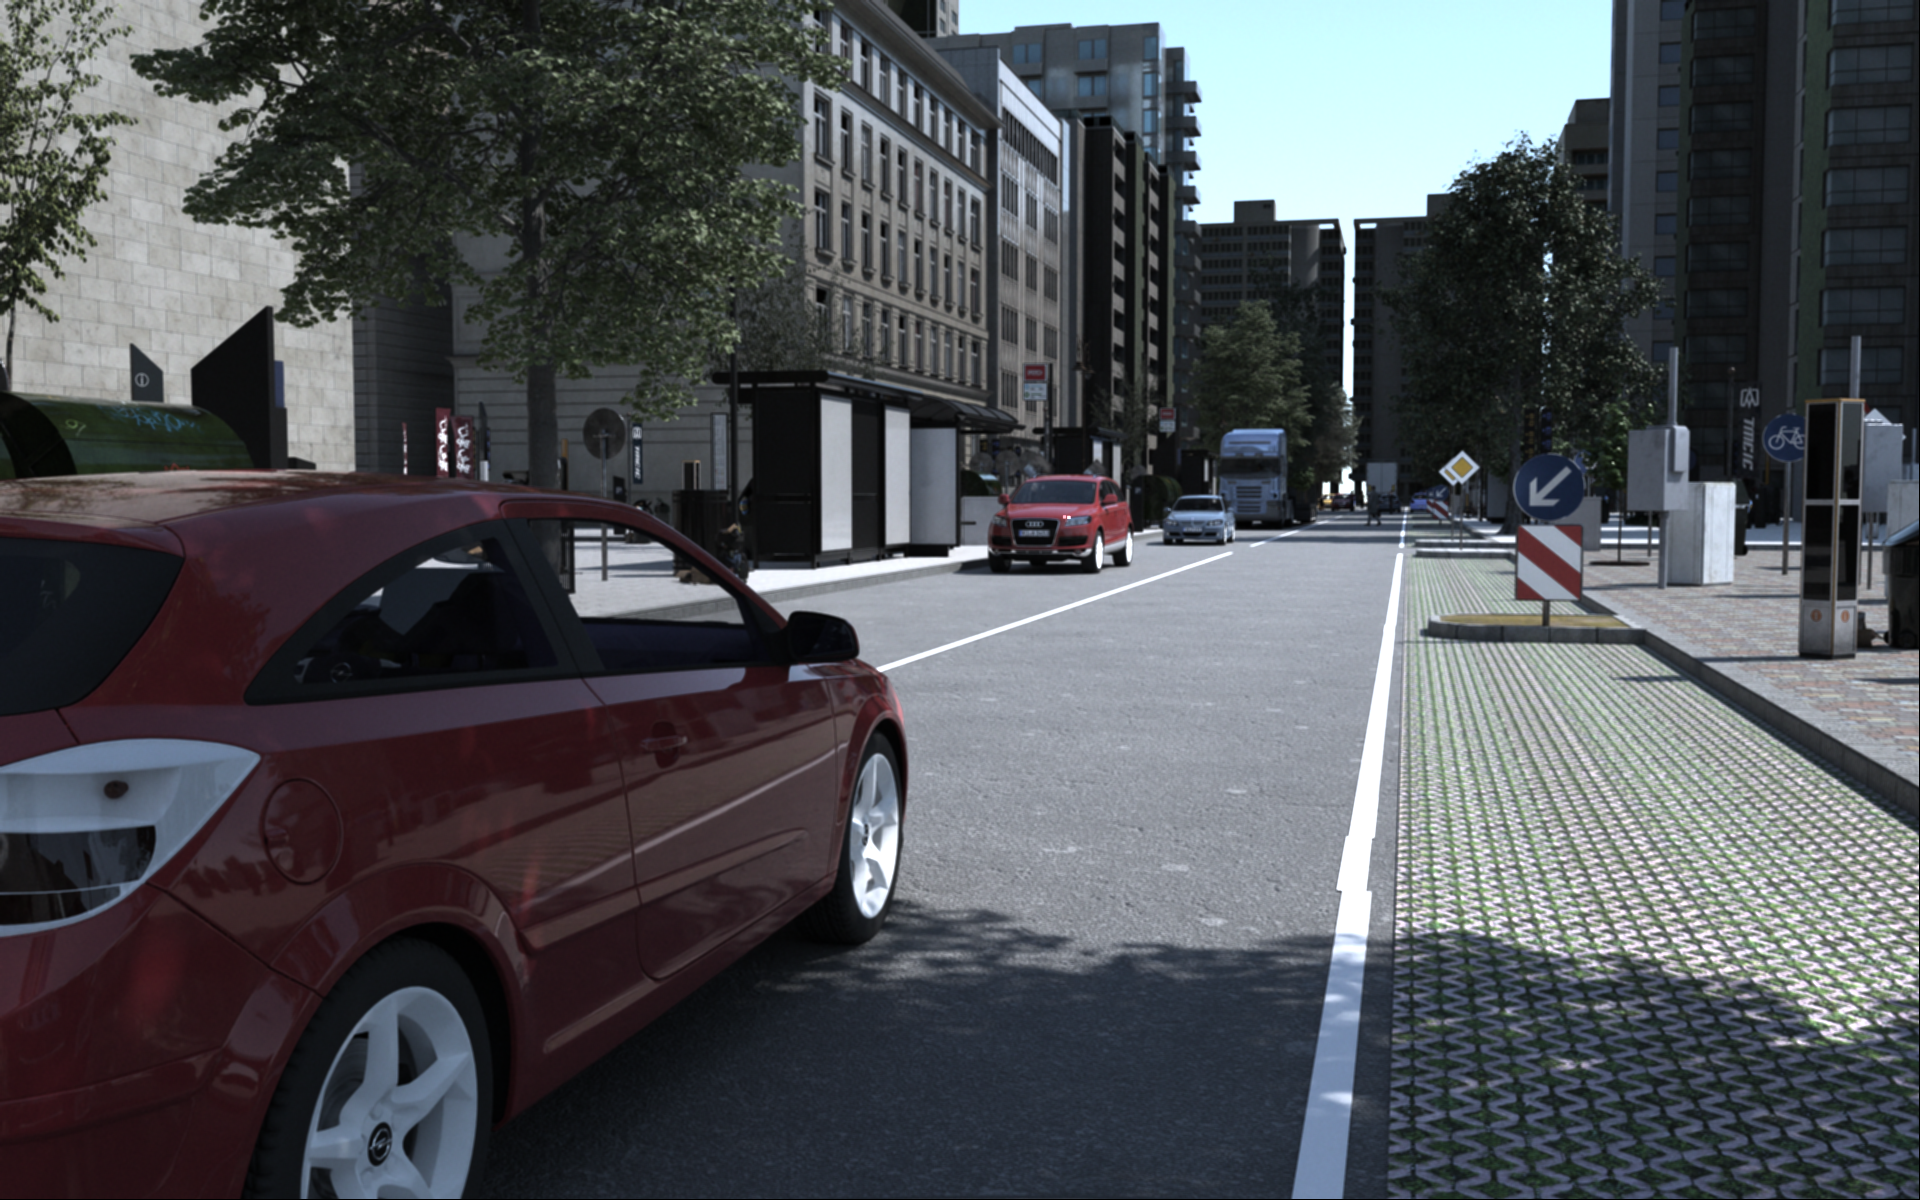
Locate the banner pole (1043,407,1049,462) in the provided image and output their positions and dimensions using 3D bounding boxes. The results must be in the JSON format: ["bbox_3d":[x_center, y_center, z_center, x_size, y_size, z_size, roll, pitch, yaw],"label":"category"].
[{"bbox_3d":[2.495,-3.663,49.910,0.401,3.779,0.863,0,4,-7],"label":"banner pole"}]

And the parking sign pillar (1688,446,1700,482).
[{"bbox_3d":[30.826,-5.226,73.915,1.447,3.967,1.447,0,4,4],"label":"parking sign pillar"}]

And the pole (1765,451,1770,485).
[{"bbox_3d":[37.754,-5.331,81.000,0.158,3.312,0.155,0,3,0],"label":"pole"}]

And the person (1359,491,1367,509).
[{"bbox_3d":[39.410,-9.793,169.336,1.217,1.735,0.721,-3,5,-41],"label":"person"}]

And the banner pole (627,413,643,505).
[{"bbox_3d":[-10.071,-3.887,53.566,0.401,3.779,0.863,2,4,29],"label":"banner pole"}]

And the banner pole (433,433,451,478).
[{"bbox_3d":[-21.144,-4.931,70.633,0.863,3.779,0.401,0,4,-7],"label":"banner pole"}]

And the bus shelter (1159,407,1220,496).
[{"bbox_3d":[10.971,-6.437,82.876,2.179,5.291,8.768,1,4,14],"label":"bus shelter"}]

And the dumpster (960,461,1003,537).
[{"bbox_3d":[0.307,-2.947,50.681,1.502,2.255,1.985,1,4,14],"label":"dumpster"}]

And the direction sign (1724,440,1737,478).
[{"bbox_3d":[32.216,-4.915,72.355,0.876,3.537,0.379,-2,4,-28],"label":"direction sign"}]

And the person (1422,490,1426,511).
[{"bbox_3d":[38.944,-8.302,144.760,0.750,1.759,0.617,0,4,5],"label":"person"}]

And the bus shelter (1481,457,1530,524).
[{"bbox_3d":[23.087,-4.835,72.979,2.014,3.302,5.546,1,4,14],"label":"bus shelter"}]

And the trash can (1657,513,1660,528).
[{"bbox_3d":[25.636,-3.132,62.855,0.748,1.137,0.748,0,3,0],"label":"trash can"}]

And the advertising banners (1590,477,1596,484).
[{"bbox_3d":[34.535,-6.134,96.476,2.074,3.025,0.090,0,4,5],"label":"advertising banners"}]

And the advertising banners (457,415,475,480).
[{"bbox_3d":[-10.348,-2.606,38.790,2.074,3.025,0.090,-2,4,-27],"label":"advertising banners"}]

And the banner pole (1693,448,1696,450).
[{"bbox_3d":[34.787,-5.657,82.513,0.401,3.779,0.863,-1,4,-13],"label":"banner pole"}]

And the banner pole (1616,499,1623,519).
[{"bbox_3d":[34.729,-6.157,90.677,0.863,3.779,0.401,-3,5,-45],"label":"banner pole"}]

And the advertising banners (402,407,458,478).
[{"bbox_3d":[-10.647,-2.324,34.192,0.090,3.025,2.074,1,4,19],"label":"advertising banners"}]

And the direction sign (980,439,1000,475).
[{"bbox_3d":[1.225,-4.852,71.323,0.876,3.537,0.379,1,4,21],"label":"direction sign"}]

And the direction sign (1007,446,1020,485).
[{"bbox_3d":[2.562,-5.533,82.465,0.379,3.537,0.876,-3,5,-42],"label":"direction sign"}]

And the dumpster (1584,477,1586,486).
[{"bbox_3d":[23.663,-3.999,67.872,1.502,2.255,1.985,1,4,15],"label":"dumpster"}]

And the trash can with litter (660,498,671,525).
[{"bbox_3d":[-10.206,-3.025,60.848,1.055,1.170,0.624,0,4,2],"label":"trash can with litter"}]

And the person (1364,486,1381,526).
[{"bbox_3d":[18.682,-4.268,78.384,0.767,1.812,0.694,3,5,44],"label":"person"}]

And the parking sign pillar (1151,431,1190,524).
[{"bbox_3d":[8.863,-5.243,74.202,1.447,3.967,1.447,-3,5,-41],"label":"parking sign pillar"}]

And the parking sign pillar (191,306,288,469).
[{"bbox_3d":[-10.477,-2.247,25.217,1.447,3.967,1.447,1,4,14],"label":"parking sign pillar"}]

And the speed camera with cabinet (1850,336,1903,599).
[{"bbox_3d":[11.535,-1.639,21.138,0.660,3.252,2.038,-1,4,-12],"label":"speed camera with cabinet"}]

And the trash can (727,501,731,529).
[{"bbox_3d":[-5.128,-1.540,36.830,0.748,1.137,0.748,0,3,0],"label":"trash can"}]

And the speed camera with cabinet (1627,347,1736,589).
[{"bbox_3d":[10.025,-1.816,24.027,2.038,3.252,0.660,-3,5,-40],"label":"speed camera with cabinet"}]

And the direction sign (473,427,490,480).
[{"bbox_3d":[-16.291,-4.075,58.624,0.876,3.537,0.379,-3,5,-44],"label":"direction sign"}]

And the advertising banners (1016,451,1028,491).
[{"bbox_3d":[2.403,-4.548,70.543,0.090,3.025,2.074,-2,4,-27],"label":"advertising banners"}]

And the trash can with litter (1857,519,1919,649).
[{"bbox_3d":[7.764,-0.187,14.438,1.055,1.170,0.624,1,4,12],"label":"trash can with litter"}]

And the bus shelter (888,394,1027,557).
[{"bbox_3d":[-0.130,-2.684,37.815,2.014,3.302,5.546,1,4,15],"label":"bus shelter"}]

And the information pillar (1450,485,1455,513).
[{"bbox_3d":[33.020,-6.824,116.058,0.304,2.012,0.304,1,4,20],"label":"information pillar"}]

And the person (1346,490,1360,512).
[{"bbox_3d":[31.146,-7.836,137.346,1.217,1.743,0.721,3,5,40],"label":"person"}]

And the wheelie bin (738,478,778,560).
[{"bbox_3d":[-3.920,-1.579,33.722,0.693,1.594,0.980,1,4,16],"label":"wheelie bin"}]

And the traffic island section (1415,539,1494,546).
[{"bbox_3d":[13.464,-1.530,47.303,2.009,0.180,2.903,1,4,14],"label":"traffic island section"}]

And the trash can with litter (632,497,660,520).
[{"bbox_3d":[-8.379,-2.041,44.756,0.624,1.170,1.055,-3,5,-41],"label":"trash can with litter"}]

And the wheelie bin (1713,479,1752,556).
[{"bbox_3d":[16.035,-1.735,36.279,0.980,1.594,0.693,0,4,-7],"label":"wheelie bin"}]

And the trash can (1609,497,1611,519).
[{"bbox_3d":[31.657,-4.501,85.248,0.748,1.137,0.748,0,3,0],"label":"trash can"}]

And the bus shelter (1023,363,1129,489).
[{"bbox_3d":[3.652,-4.771,55.639,2.179,5.291,8.768,1,4,14],"label":"bus shelter"}]

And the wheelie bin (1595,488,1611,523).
[{"bbox_3d":[28.016,-4.154,75.818,0.693,1.594,0.980,-3,5,-40],"label":"wheelie bin"}]

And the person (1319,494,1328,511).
[{"bbox_3d":[30.714,-8.226,146.185,0.799,1.438,0.628,1,4,21],"label":"person"}]

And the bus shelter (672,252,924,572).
[{"bbox_3d":[-2.871,-3.257,30.880,2.179,5.291,8.768,1,4,14],"label":"bus shelter"}]

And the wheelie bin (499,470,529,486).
[{"bbox_3d":[-5.774,-0.904,22.690,0.980,1.594,0.693,3,5,43],"label":"wheelie bin"}]

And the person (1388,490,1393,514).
[{"bbox_3d":[30.609,-6.977,123.383,0.445,1.727,0.742,-2,4,-28],"label":"person"}]

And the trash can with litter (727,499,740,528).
[{"bbox_3d":[-7.357,-2.702,55.559,0.624,1.170,1.055,3,5,41],"label":"trash can with litter"}]

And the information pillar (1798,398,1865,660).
[{"bbox_3d":[6.791,-0.551,13.503,0.304,2.012,0.304,-2,4,-28],"label":"information pillar"}]

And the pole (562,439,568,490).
[{"bbox_3d":[-14.685,-4.317,64.420,0.158,3.312,0.155,0,3,0],"label":"pole"}]

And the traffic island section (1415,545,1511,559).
[{"bbox_3d":[11.462,-1.058,39.572,2.009,0.180,2.903,1,4,14],"label":"traffic island section"}]

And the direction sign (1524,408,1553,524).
[{"bbox_3d":[15.341,-3.304,46.024,0.379,3.537,0.876,-2,4,-34],"label":"direction sign"}]

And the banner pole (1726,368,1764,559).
[{"bbox_3d":[15.400,-2.701,34.184,0.401,3.779,0.863,-3,4,-37],"label":"banner pole"}]

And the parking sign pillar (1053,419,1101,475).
[{"bbox_3d":[4.354,-4.493,61.932,1.447,3.967,1.447,-1,4,-19],"label":"parking sign pillar"}]

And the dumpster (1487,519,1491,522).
[{"bbox_3d":[25.248,-4.592,80.833,1.264,1.857,1.865,1,4,14],"label":"dumpster"}]

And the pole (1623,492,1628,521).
[{"bbox_3d":[31.921,-5.455,83.036,0.158,3.312,0.155,0,3,0],"label":"pole"}]
